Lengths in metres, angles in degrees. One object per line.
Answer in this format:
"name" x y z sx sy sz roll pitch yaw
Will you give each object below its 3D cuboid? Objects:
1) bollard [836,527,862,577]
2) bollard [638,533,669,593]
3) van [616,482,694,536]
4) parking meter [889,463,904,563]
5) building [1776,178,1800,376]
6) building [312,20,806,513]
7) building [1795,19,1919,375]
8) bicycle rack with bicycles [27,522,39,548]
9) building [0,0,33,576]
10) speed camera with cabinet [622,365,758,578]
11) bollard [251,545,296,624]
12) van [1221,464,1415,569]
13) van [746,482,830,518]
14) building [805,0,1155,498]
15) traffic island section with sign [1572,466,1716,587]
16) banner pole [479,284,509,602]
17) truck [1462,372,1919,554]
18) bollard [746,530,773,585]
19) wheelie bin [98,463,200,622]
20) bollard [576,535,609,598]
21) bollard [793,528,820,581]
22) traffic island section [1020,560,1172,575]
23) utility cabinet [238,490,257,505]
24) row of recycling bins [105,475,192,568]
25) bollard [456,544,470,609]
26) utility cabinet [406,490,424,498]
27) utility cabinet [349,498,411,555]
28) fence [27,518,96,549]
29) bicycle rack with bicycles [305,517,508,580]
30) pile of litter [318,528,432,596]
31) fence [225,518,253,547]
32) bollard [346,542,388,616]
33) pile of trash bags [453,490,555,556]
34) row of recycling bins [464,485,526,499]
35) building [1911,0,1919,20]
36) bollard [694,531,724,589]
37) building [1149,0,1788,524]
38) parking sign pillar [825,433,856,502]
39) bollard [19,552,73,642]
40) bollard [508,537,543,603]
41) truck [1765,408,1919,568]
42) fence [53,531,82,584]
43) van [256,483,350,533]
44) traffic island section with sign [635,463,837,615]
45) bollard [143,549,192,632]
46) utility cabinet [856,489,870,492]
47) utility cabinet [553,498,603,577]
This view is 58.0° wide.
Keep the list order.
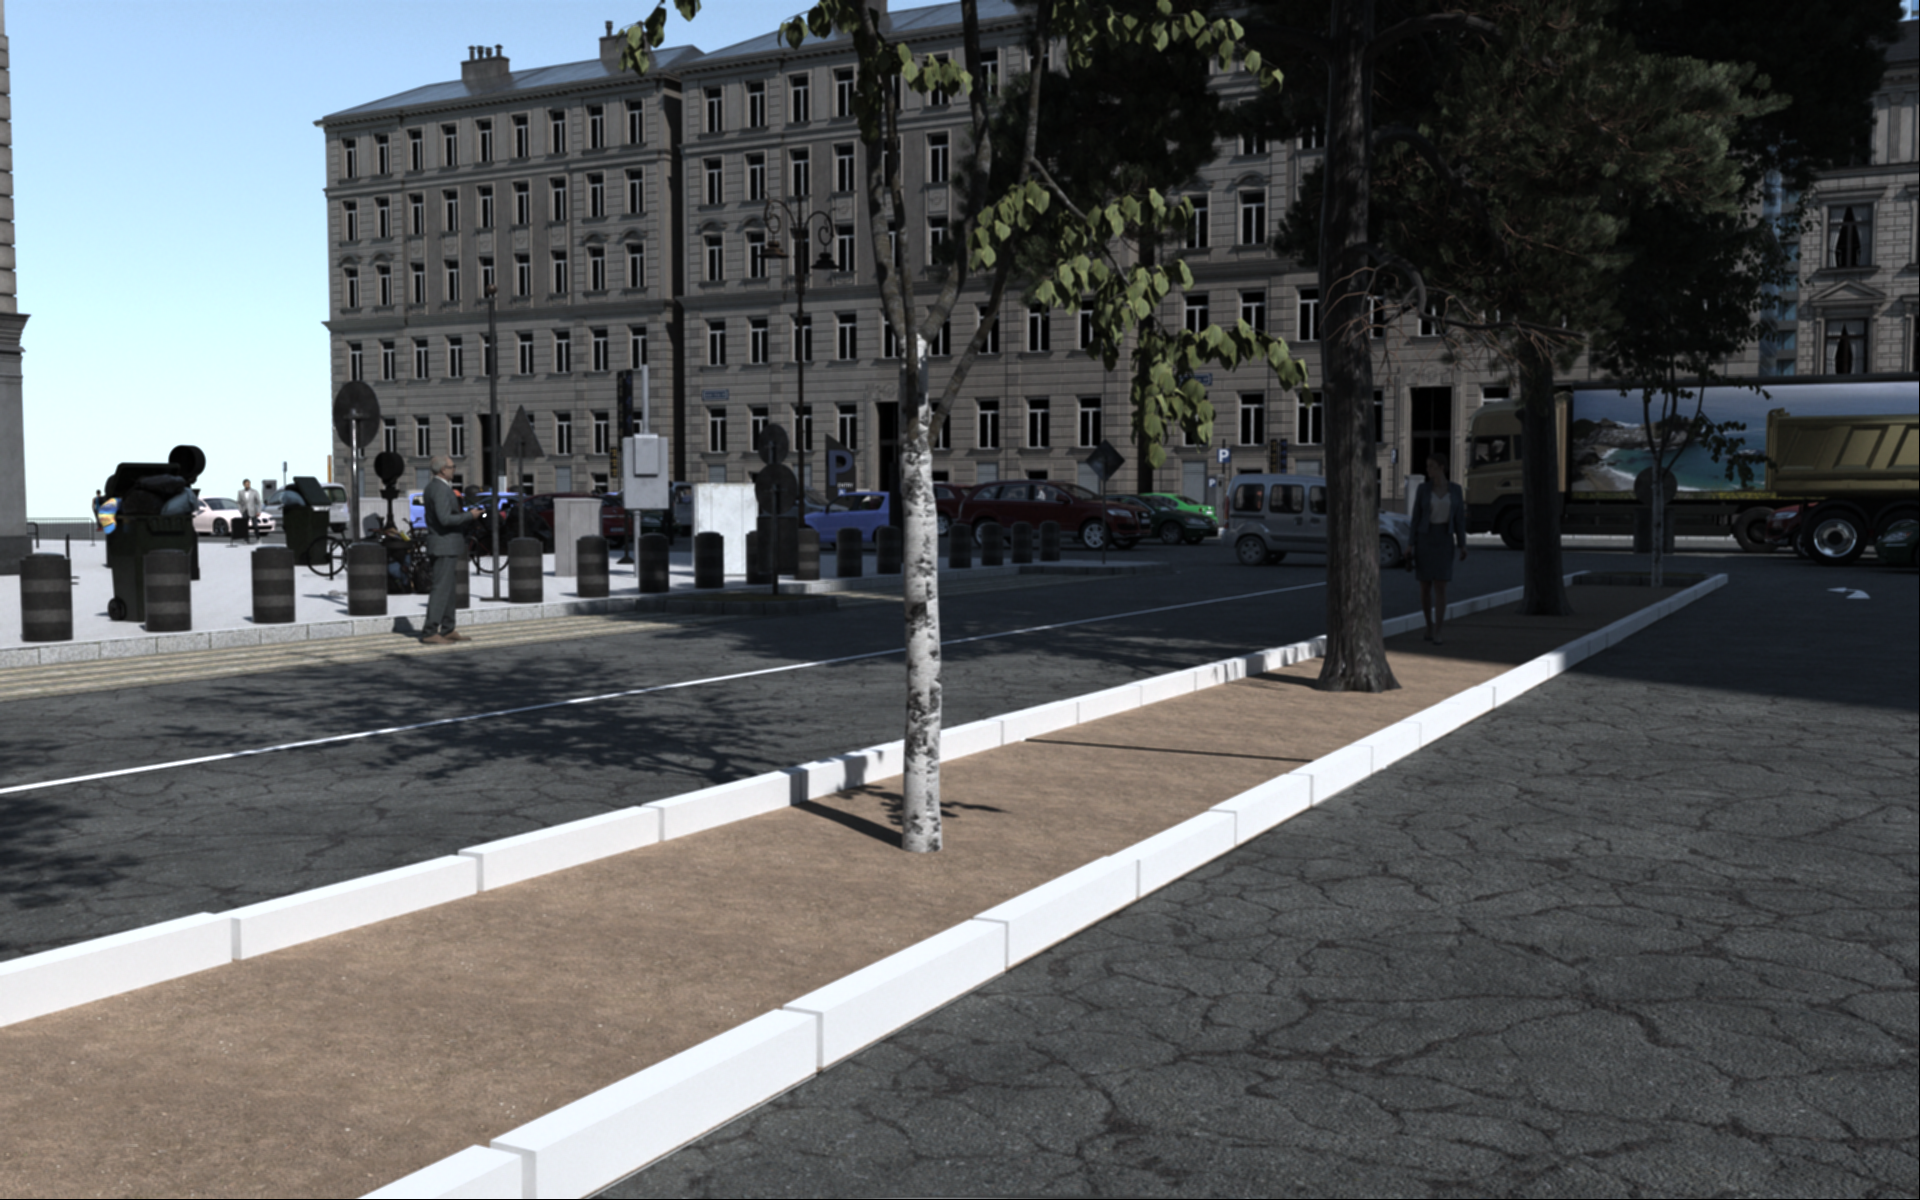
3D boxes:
"bollard" -1.716 -0.742 26.845 0.404 0.777 0.398 0 3 0
"bollard" -4.000 -0.483 22.612 0.404 0.777 0.398 0 3 0
"van" -10.823 -3.167 58.796 4.112 2.044 2.013 2 4 29
"parking meter" -1.100 -1.623 32.254 0.399 1.863 0.255 -2 4 -31
"building" 98.289 -36.764 220.702 30.456 49.044 23.786 2 4 28
"building" -22.929 -18.423 98.479 25.104 27.353 12.463 2 4 28
"building" 40.736 -12.142 63.146 19.286 19.102 10.561 2 4 28
"bicycle rack with bicycles" -23.003 -1.638 40.165 2.852 0.926 2.925 0 4 6
"building" -24.878 -10.886 27.129 18.267 20.994 9.793 2 4 28
"speed camera with cabinet" -4.190 -1.992 26.905 2.038 3.252 0.660 -1 4 -14
"bollard" -6.858 -0.158 17.297 0.404 0.777 0.398 0 3 0
"van" 7.350 -1.686 34.572 4.112 2.044 2.013 2 4 27
"van" -5.510 -3.172 58.877 4.112 2.044 2.013 2 4 28
"building" -0.613 -17.665 86.080 25.104 27.353 12.463 2 4 28
"traffic island section with sign" 10.972 -1.188 27.567 2.006 1.907 1.989 2 4 28
"banner pole" -5.629 -1.893 20.974 0.401 3.779 0.863 -1 4 -12
"truck" 17.788 -3.323 43.238 11.283 4.237 2.839 2 4 28
"bollard" -2.858 -0.612 24.727 0.404 0.777 0.398 0 3 0
"wheelie bin" -8.184 -0.592 17.591 0.693 1.594 0.980 2 4 35
"bollard" -4.569 -0.418 21.553 0.404 0.777 0.398 0 3 0
"bollard" -2.290 -0.677 25.789 0.404 0.777 0.398 0 3 0
"traffic island section" 2.617 -0.581 31.780 2.009 0.180 2.903 2 4 28
"utility cabinet" -38.376 -5.173 93.264 1.173 1.500 0.318 2 4 32
"row of recycling bins" -14.745 -1.489 31.466 1.069 1.692 3.534 -1 4 -13
"bollard" -5.714 -0.289 19.438 0.404 0.777 0.398 0 3 0
"utility cabinet" -27.110 -4.770 86.666 1.173 1.500 0.318 -3 5 -43
"utility cabinet" -10.398 -1.219 31.089 1.020 1.237 0.306 -3 5 -42
"fence" -22.540 -1.679 42.833 2.069 0.683 0.278 -1 4 -20
"bicycle rack with bicycles" -8.696 -0.823 26.839 2.925 0.926 2.852 0 4 -1
"pile of litter" -7.325 -0.512 22.338 1.719 0.858 1.176 0 4 -7
"fence" -17.918 -1.696 43.104 0.278 0.683 2.069 -1 4 -11
"bollard" -6.289 -0.223 18.368 0.404 0.777 0.398 0 3 0
"pile of trash bags" -9.874 -1.613 36.118 1.912 1.369 3.447 1 4 14
"row of recycling bins" -21.860 -4.540 81.346 1.069 1.692 3.534 2 4 31
"building" 124.936 -54.531 204.260 31.000 86.520 22.319 2 4 28
"bollard" -3.429 -0.548 23.670 0.404 0.777 0.398 0 3 0
"building" 21.749 -16.967 74.680 25.104 27.353 12.463 2 4 28
"parking sign pillar" -5.269 -5.390 76.592 1.447 3.967 1.447 -1 4 -16
"bollard" -8.006 -0.028 15.175 0.404 0.777 0.398 0 3 0
"bollard" -5.141 -0.353 20.495 0.404 0.777 0.398 0 3 0
"truck" 20.998 -2.295 33.453 9.791 3.379 3.469 2 4 28
"fence" -13.121 -0.618 25.479 0.278 0.683 2.069 -2 4 -26
"van" -24.480 -3.483 63.966 4.112 2.044 2.013 2 4 29
"traffic island section with sign" -2.601 -0.779 21.362 1.989 1.847 2.006 2 4 28
"bollard" -7.431 -0.093 16.240 0.404 0.777 0.398 0 3 0
"utility cabinet" -4.723 -4.341 79.651 1.173 1.500 0.318 -2 4 -33
"utility cabinet" -5.987 -0.984 27.249 0.306 1.237 1.020 1 4 18
